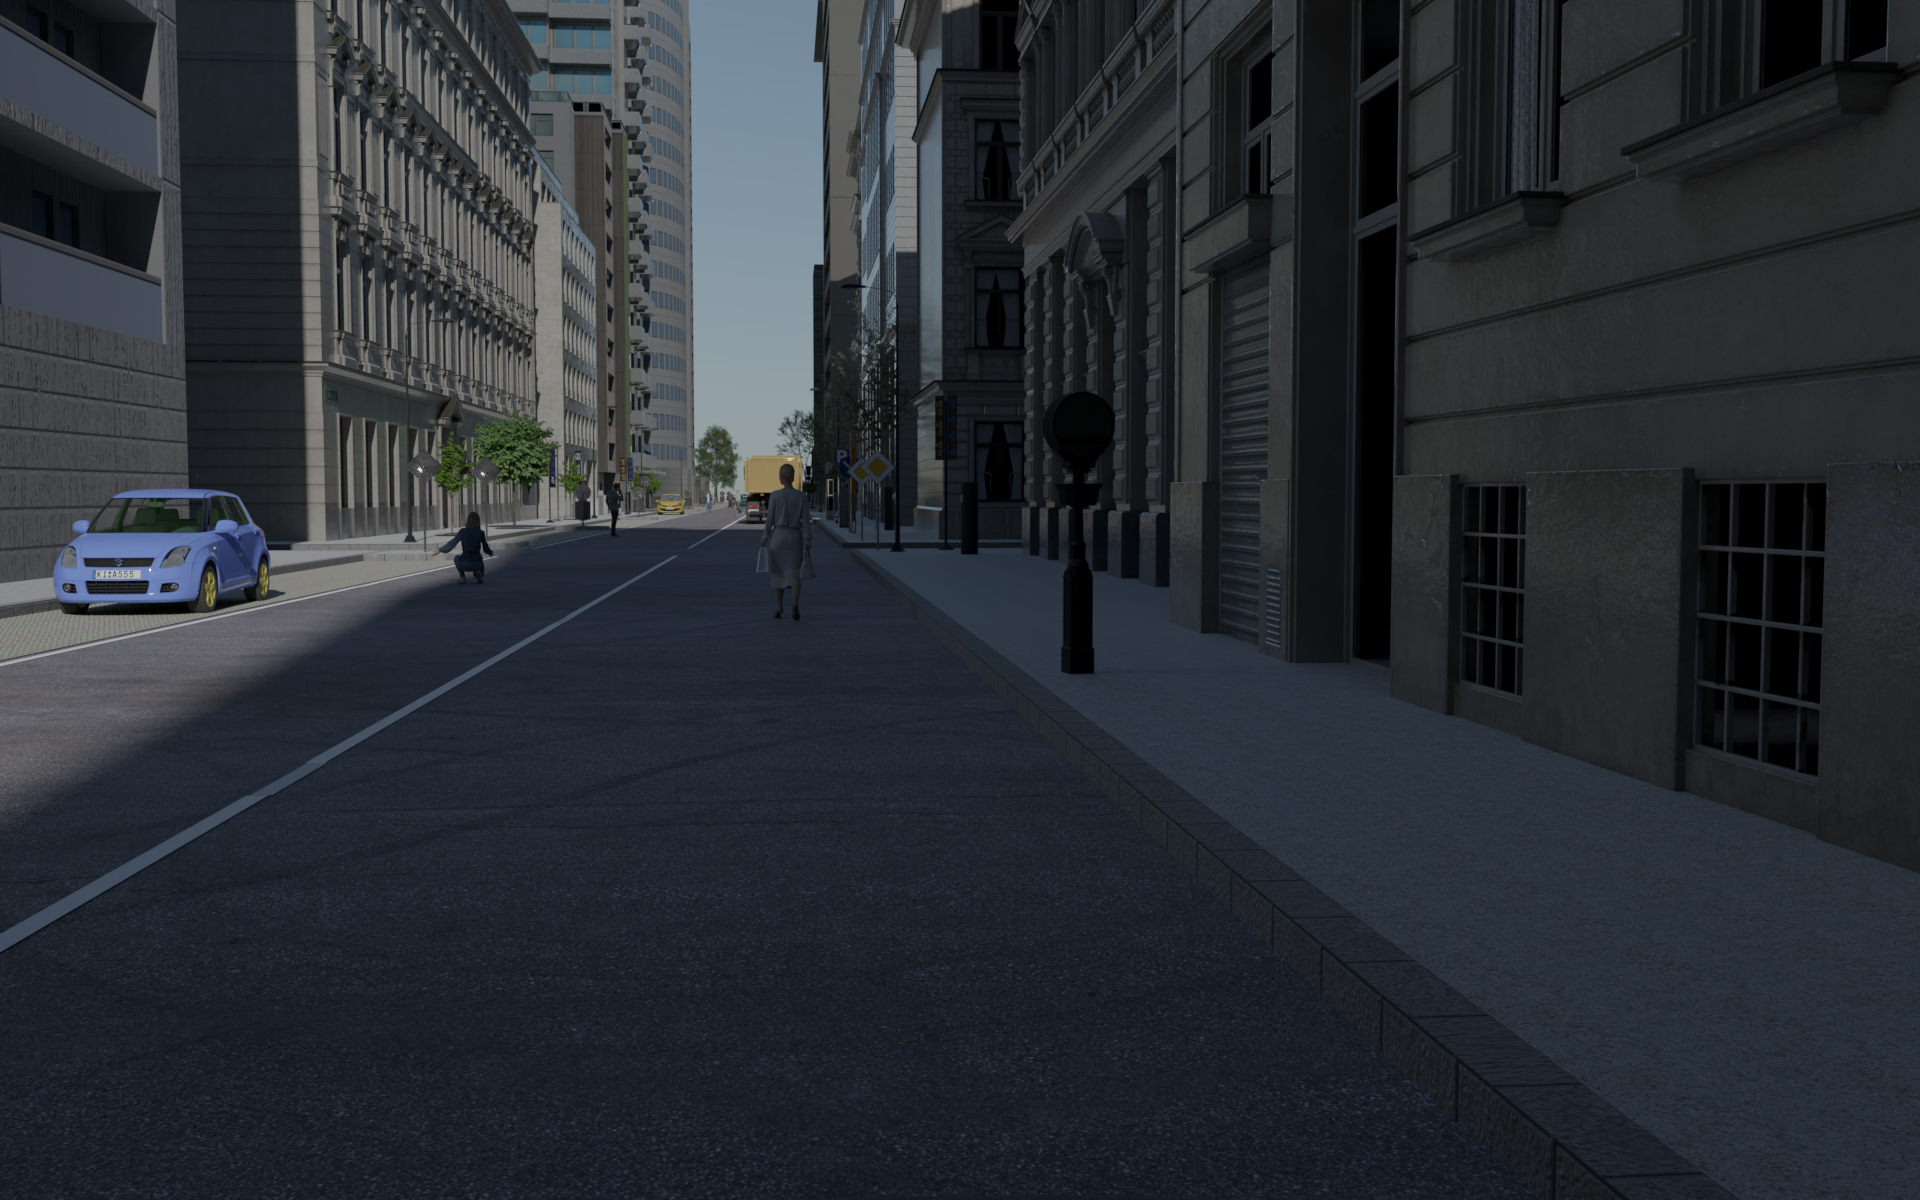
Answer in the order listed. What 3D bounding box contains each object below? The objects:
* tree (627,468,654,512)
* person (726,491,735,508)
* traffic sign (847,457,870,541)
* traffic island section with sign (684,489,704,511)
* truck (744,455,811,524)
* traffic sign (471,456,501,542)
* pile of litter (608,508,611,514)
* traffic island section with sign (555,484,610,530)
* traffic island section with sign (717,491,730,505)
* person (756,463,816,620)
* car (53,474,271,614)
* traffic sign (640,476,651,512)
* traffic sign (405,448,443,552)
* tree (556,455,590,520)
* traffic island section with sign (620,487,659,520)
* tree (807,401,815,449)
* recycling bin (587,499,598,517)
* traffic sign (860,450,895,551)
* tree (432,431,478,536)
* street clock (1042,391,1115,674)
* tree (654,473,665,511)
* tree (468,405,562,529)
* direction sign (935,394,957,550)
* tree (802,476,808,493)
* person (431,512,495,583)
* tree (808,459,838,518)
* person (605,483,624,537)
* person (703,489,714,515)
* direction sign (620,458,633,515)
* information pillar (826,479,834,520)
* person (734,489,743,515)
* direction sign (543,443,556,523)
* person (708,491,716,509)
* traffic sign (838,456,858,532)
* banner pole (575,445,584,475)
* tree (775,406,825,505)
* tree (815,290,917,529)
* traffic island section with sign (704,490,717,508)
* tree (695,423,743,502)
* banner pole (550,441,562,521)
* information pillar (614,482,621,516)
[{"bbox_3d":[-23.459,-8.059,126.358,1.663,3.219,1.824,0,3,0],"label":"tree"},{"bbox_3d":[-23.905,-10.476,180.336,0.990,1.755,0.434,1,4,13],"label":"person"},{"bbox_3d":[-2.671,-2.659,47.118,0.795,2.450,0.064,0,4,-6],"label":"traffic sign"},{"bbox_3d":[-22.798,-8.386,145.735,1.989,1.847,2.006,0,4,-6],"label":"traffic island section with sign"},{"bbox_3d":[-9.150,-5.497,85.800,3.469,3.379,9.791,0,4,-4],"label":"truck"},{"bbox_3d":[-12.616,-2.599,46.129,0.795,2.450,0.064,0,4,-6],"label":"traffic sign"},{"bbox_3d":[-23.758,-6.232,115.859,1.176,0.858,1.719,0,4,-7],"label":"pile of litter"},{"bbox_3d":[-14.949,-3.676,68.737,1.989,1.847,2.006,0,4,-6],"label":"traffic island section with sign"},{"bbox_3d":[-31.071,-13.353,226.944,1.989,1.847,2.006,0,4,-6],"label":"traffic island section with sign"},{"bbox_3d":[-1.999,-0.667,19.758,0.694,1.780,0.624,0,4,1],"label":"person"},{"bbox_3d":[-9.950,-0.743,21.735,1.945,1.707,3.694,0,4,-7],"label":"car"},{"bbox_3d":[-21.901,-7.365,120.520,0.768,2.556,0.104,0,4,1],"label":"traffic sign"},{"bbox_3d":[-11.806,-2.113,38.185,0.795,2.450,0.064,0,4,-6],"label":"traffic sign"},{"bbox_3d":[-19.119,-5.586,85.937,1.663,3.219,1.824,0,3,0],"label":"tree"},{"bbox_3d":[-17.679,-5.317,95.554,1.989,1.847,2.006,0,4,-6],"label":"traffic island section with sign"},{"bbox_3d":[-9.098,-10.759,126.274,4.360,8.622,3.978,0,3,0],"label":"tree"},{"bbox_3d":[-20.744,-5.170,97.081,0.722,1.027,0.722,-3,4,-38],"label":"recycling bin"},{"bbox_3d":[-1.861,-2.173,39.174,0.795,2.450,0.064,0,4,-6],"label":"traffic sign"},{"bbox_3d":[-15.391,-3.564,52.875,1.663,3.219,1.824,0,3,0],"label":"tree"},{"bbox_3d":[0.845,-0.477,12.371,0.471,2.002,0.358,-1,4,-17],"label":"street clock"},{"bbox_3d":[-23.471,-8.383,131.657,1.663,3.219,1.824,0,3,0],"label":"tree"},{"bbox_3d":[-16.413,-4.910,63.993,4.285,4.588,4.351,0,3,0],"label":"tree"},{"bbox_3d":[-0.323,-2.920,39.739,0.379,3.537,0.876,-2,4,-33],"label":"direction sign"},{"bbox_3d":[-14.086,-10.389,164.461,1.663,3.219,1.824,0,3,0],"label":"tree"},{"bbox_3d":[-7.980,-0.849,27.879,1.012,1.151,0.738,-1,4,-21],"label":"person"},{"bbox_3d":[-6.978,-6.138,94.964,1.663,3.219,1.824,0,3,0],"label":"tree"},{"bbox_3d":[-11.653,-3.044,58.450,0.473,1.802,0.592,-3,5,-39],"label":"person"},{"bbox_3d":[-17.221,-6.700,118.387,0.623,1.781,0.721,-2,4,-32],"label":"person"},{"bbox_3d":[-20.717,-7.069,107.580,0.876,3.537,0.379,-3,4,-37],"label":"direction sign"},{"bbox_3d":[-6.506,-5.024,86.638,0.304,2.012,0.304,-1,4,-22],"label":"information pillar"},{"bbox_3d":[-15.016,-6.641,117.570,0.515,1.767,0.782,-1,4,-18],"label":"person"},{"bbox_3d":[-18.354,-5.226,77.442,0.379,3.537,0.876,1,4,23],"label":"direction sign"},{"bbox_3d":[-23.259,-9.285,161.018,1.217,1.736,0.721,-1,4,-11],"label":"person"},{"bbox_3d":[-3.712,-3.560,58.311,0.768,2.556,0.104,0,4,-1],"label":"traffic sign"},{"bbox_3d":[-19.292,-5.994,88.021,0.863,3.779,0.401,3,4,36],"label":"banner pole"},{"bbox_3d":[-18.212,-17.147,206.112,9.928,11.665,9.643,0,3,0],"label":"tree"},{"bbox_3d":[-3.062,-6.888,62.986,4.360,8.622,3.978,0,3,0],"label":"tree"},{"bbox_3d":[-25.523,-10.026,172.552,1.989,1.847,2.006,0,4,-6],"label":"traffic island section with sign"},{"bbox_3d":[-39.293,-22.126,278.767,9.611,12.733,9.660,0,3,0],"label":"tree"},{"bbox_3d":[-19.209,-5.633,82.121,0.863,3.779,0.401,3,5,42],"label":"banner pole"},{"bbox_3d":[-20.135,-5.955,101.857,0.304,2.012,0.304,2,4,27],"label":"information pillar"}]
